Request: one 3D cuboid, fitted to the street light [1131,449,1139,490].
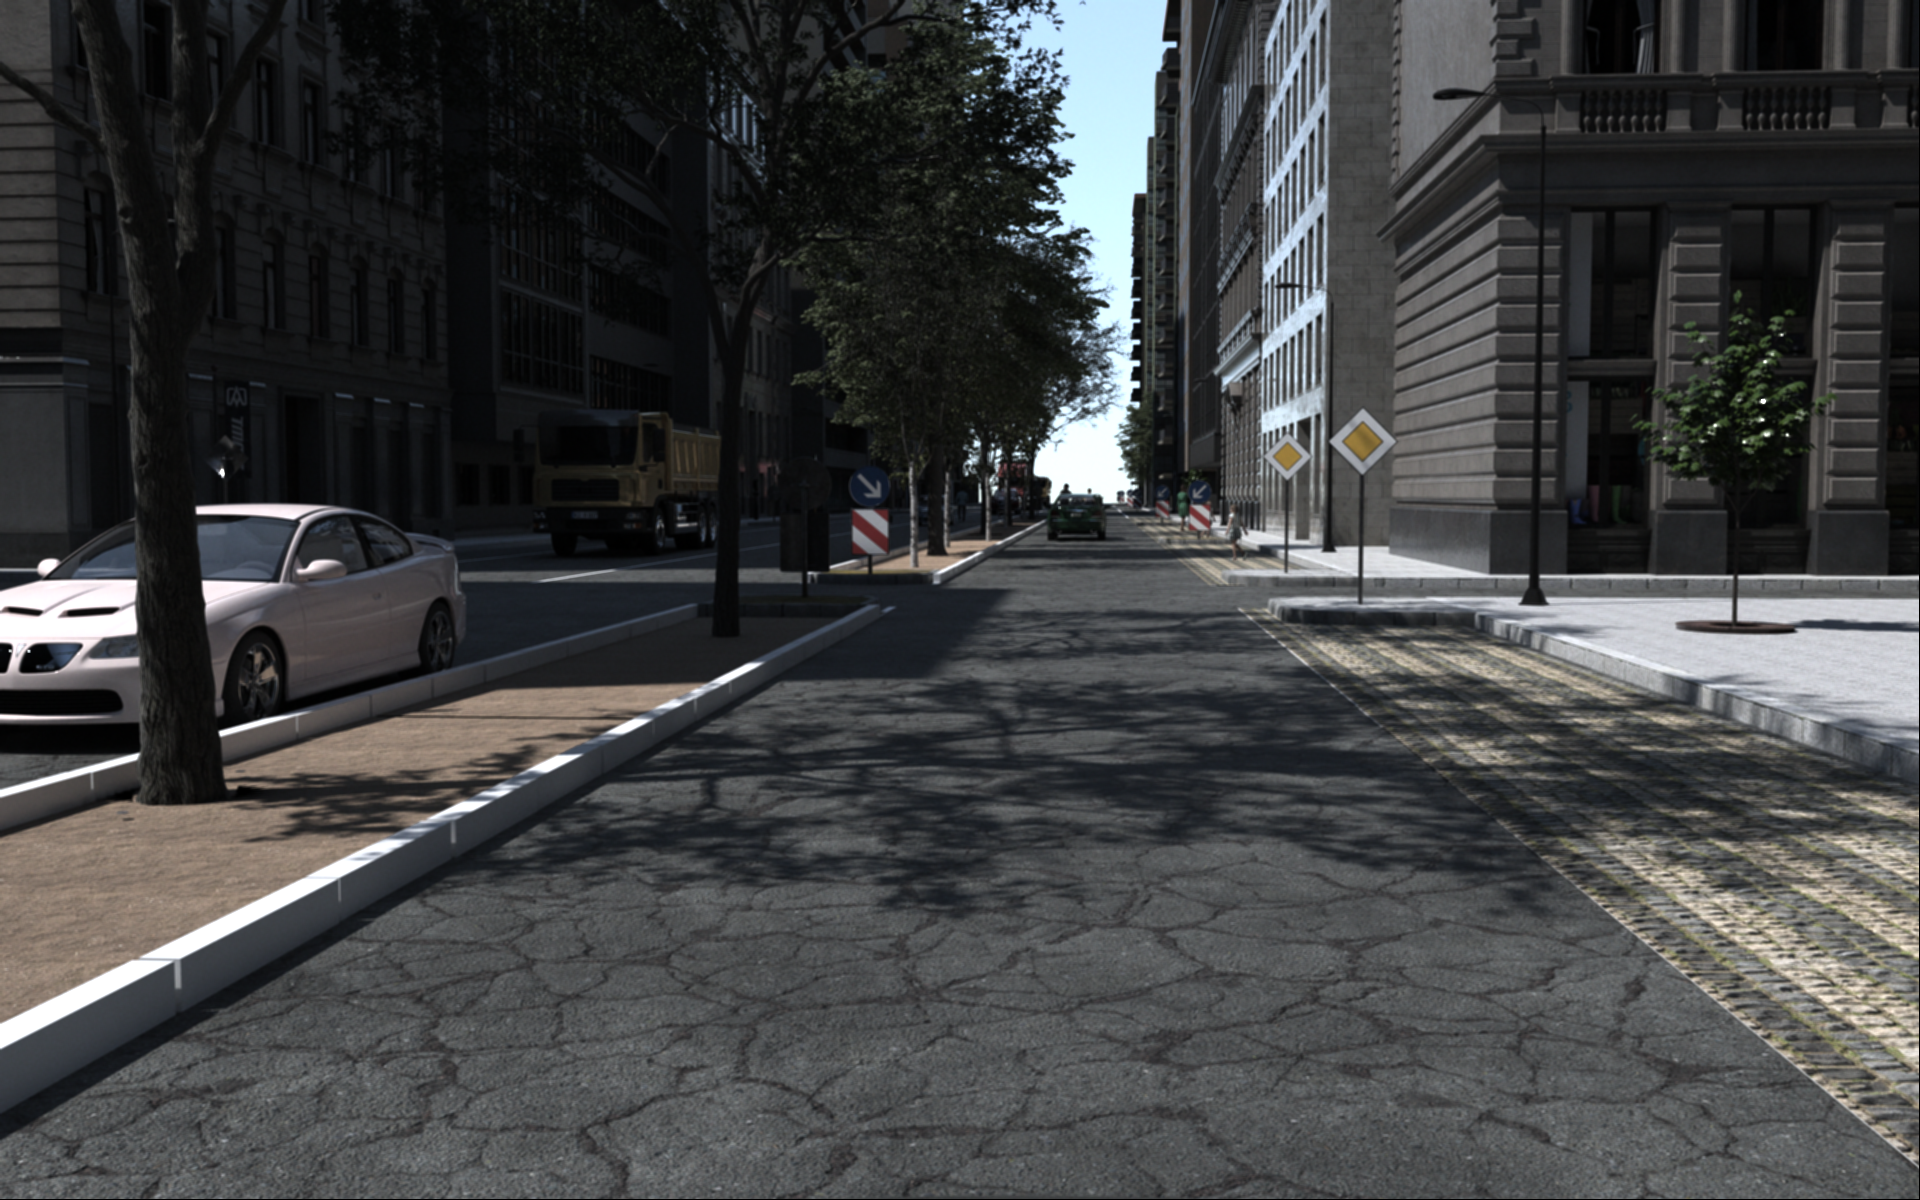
[{"bbox_3d":[18.756,-12.636,179.131,1.470,5.913,1.316,0,4,5],"label":"street light"}]

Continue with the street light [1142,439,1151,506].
[{"bbox_3d":[16.357,-10.689,147.303,1.470,5.913,1.316,0,4,5],"label":"street light"}]

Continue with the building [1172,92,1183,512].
[{"bbox_3d":[22.687,-21.750,127.315,14.160,30.474,14.107,0,4,5],"label":"building"}]

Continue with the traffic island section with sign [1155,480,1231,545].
[{"bbox_3d":[6.722,-2.513,49.723,1.989,1.847,2.006,0,4,5],"label":"traffic island section with sign"}]

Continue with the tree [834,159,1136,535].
[{"bbox_3d":[0.849,-9.001,60.000,12.009,13.543,11.850,0,3,0],"label":"tree"}]

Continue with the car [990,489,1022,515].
[{"bbox_3d":[3.219,-6.907,121.605,2.281,1.827,5.304,0,4,5],"label":"car"}]

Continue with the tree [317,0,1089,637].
[{"bbox_3d":[-2.398,-4.882,16.695,8.767,10.594,7.601,0,4,5],"label":"tree"}]

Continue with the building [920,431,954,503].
[{"bbox_3d":[-8.267,-25.905,195.250,14.160,30.474,14.107,0,4,5],"label":"building"}]

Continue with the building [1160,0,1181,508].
[{"bbox_3d":[28.354,-30.172,147.943,22.147,44.769,28.867,0,4,5],"label":"building"}]

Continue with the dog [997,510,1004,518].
[{"bbox_3d":[2.491,-5.141,103.336,0.406,0.507,0.540,3,5,40],"label":"dog"}]

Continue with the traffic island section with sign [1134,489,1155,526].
[{"bbox_3d":[8.954,-4.234,77.854,1.989,1.847,2.006,0,4,5],"label":"traffic island section with sign"}]

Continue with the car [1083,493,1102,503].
[{"bbox_3d":[7.242,-5.571,100.873,2.009,1.686,4.222,0,4,6],"label":"car"}]

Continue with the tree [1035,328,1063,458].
[{"bbox_3d":[1.812,-7.133,69.451,4.737,8.622,4.395,0,3,0],"label":"tree"}]

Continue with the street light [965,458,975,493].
[{"bbox_3d":[1.276,-15.200,221.055,1.470,5.913,1.316,0,4,5],"label":"street light"}]

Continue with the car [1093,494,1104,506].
[{"bbox_3d":[16.627,-12.304,212.960,2.131,1.459,4.920,0,4,6],"label":"car"}]

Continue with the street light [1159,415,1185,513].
[{"bbox_3d":[12.626,-7.904,101.775,1.470,5.913,1.316,0,4,5],"label":"street light"}]

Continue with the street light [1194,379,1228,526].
[{"bbox_3d":[10.140,-5.959,69.970,1.470,5.913,1.316,0,4,5],"label":"street light"}]

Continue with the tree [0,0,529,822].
[{"bbox_3d":[-3.739,-4.873,7.894,9.928,11.665,9.643,0,3,0],"label":"tree"}]

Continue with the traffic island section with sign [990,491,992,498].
[{"bbox_3d":[4.173,-14.057,238.453,1.989,1.847,2.006,0,4,5],"label":"traffic island section with sign"}]

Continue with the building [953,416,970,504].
[{"bbox_3d":[-10.295,-34.413,217.278,22.147,44.769,28.867,0,4,5],"label":"building"}]

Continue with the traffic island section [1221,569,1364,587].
[{"bbox_3d":[5.316,-0.358,28.130,2.009,0.180,2.903,0,4,5],"label":"traffic island section"}]

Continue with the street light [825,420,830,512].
[{"bbox_3d":[-7.743,-8.164,106.022,1.470,5.913,1.316,0,4,5],"label":"street light"}]

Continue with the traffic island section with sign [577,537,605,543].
[{"bbox_3d":[-10.727,-2.651,51.976,1.989,1.847,2.006,0,4,5],"label":"traffic island section with sign"}]

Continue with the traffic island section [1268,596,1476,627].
[{"bbox_3d":[4.680,0.129,20.170,2.009,0.180,2.903,0,4,5],"label":"traffic island section"}]

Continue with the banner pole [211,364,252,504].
[{"bbox_3d":[-14.175,-2.667,33.624,0.863,3.779,0.401,-2,4,-31],"label":"banner pole"}]

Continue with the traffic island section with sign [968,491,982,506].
[{"bbox_3d":[2.006,-12.400,211.360,1.989,1.847,2.006,0,4,5],"label":"traffic island section with sign"}]

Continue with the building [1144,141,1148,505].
[{"bbox_3d":[28.495,-31.613,200.473,14.154,41.232,14.086,0,4,5],"label":"building"}]

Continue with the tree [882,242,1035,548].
[{"bbox_3d":[-0.368,-5.716,46.274,4.737,8.622,4.395,0,3,0],"label":"tree"}]

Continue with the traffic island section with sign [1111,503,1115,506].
[{"bbox_3d":[19.522,-12.314,209.968,1.989,1.847,2.006,0,4,5],"label":"traffic island section with sign"}]

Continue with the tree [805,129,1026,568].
[{"bbox_3d":[-0.888,-4.910,33.098,4.360,8.622,3.978,0,3,0],"label":"tree"}]

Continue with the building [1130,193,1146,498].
[{"bbox_3d":[35.399,-36.181,246.181,22.147,44.769,28.867,0,4,5],"label":"building"}]

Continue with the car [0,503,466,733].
[{"bbox_3d":[-4.950,0.033,11.820,2.083,1.381,4.827,0,4,5],"label":"car"}]

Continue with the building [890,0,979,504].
[{"bbox_3d":[-7.819,-49.129,241.514,20.563,71.187,20.611,0,4,5],"label":"building"}]

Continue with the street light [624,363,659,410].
[{"bbox_3d":[-11.362,-5.447,61.595,1.470,5.913,1.316,0,4,5],"label":"street light"}]

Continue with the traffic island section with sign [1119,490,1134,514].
[{"bbox_3d":[12.939,-7.278,127.621,1.989,1.847,2.006,0,4,5],"label":"traffic island section with sign"}]

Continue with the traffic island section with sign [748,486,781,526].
[{"bbox_3d":[-8.541,-4.320,79.256,1.989,1.847,2.006,0,4,5],"label":"traffic island section with sign"}]

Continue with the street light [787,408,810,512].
[{"bbox_3d":[-8.759,-7.391,93.391,1.470,5.913,1.316,0,4,5],"label":"street light"}]

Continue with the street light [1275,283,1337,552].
[{"bbox_3d":[7.620,-4.014,38.167,1.470,5.913,1.316,0,4,5],"label":"street light"}]

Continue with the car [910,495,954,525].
[{"bbox_3d":[-1.236,-4.109,79.184,2.014,1.417,4.499,0,4,4],"label":"car"}]

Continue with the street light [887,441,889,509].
[{"bbox_3d":[-5.274,-10.150,138.497,1.470,5.913,1.316,0,4,5],"label":"street light"}]

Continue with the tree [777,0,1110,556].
[{"bbox_3d":[-0.484,-7.269,39.438,7.486,12.596,7.792,0,3,0],"label":"tree"}]

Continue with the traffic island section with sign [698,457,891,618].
[{"bbox_3d":[-1.985,-0.783,20.940,2.006,1.907,1.989,0,4,5],"label":"traffic island section with sign"}]

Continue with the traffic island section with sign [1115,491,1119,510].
[{"bbox_3d":[15.085,-8.924,154.537,1.989,1.847,2.006,0,4,5],"label":"traffic island section with sign"}]

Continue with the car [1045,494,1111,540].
[{"bbox_3d":[3.740,-2.654,55.189,2.131,1.459,4.920,0,4,5],"label":"car"}]

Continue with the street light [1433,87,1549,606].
[{"bbox_3d":[6.107,-2.898,19.929,1.470,5.913,1.316,0,4,5],"label":"street light"}]

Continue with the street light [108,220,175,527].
[{"bbox_3d":[-13.899,-3.484,29.509,1.470,5.913,1.316,0,4,5],"label":"street light"}]

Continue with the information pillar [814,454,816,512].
[{"bbox_3d":[-8.402,-6.682,100.604,0.183,3.616,0.504,0,4,1],"label":"information pillar"}]

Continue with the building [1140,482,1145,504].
[{"bbox_3d":[39.151,-32.236,218.939,32.217,40.220,23.993,0,4,5],"label":"building"}]

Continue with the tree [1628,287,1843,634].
[{"bbox_3d":[7.357,-1.333,16.391,1.663,3.219,1.824,0,3,0],"label":"tree"}]

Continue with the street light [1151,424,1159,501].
[{"bbox_3d":[13.624,-8.712,114.976,1.470,5.913,1.316,0,4,5],"label":"street light"}]

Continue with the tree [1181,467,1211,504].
[{"bbox_3d":[14.093,-6.743,104.852,1.663,3.219,1.824,0,3,0],"label":"tree"}]

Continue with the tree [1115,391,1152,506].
[{"bbox_3d":[20.656,-16.613,189.742,7.486,12.596,7.792,0,3,0],"label":"tree"}]

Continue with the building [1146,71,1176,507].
[{"bbox_3d":[26.033,-29.790,170.667,14.154,41.232,14.086,0,4,5],"label":"building"}]

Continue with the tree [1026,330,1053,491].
[{"bbox_3d":[0.864,-6.057,51.853,4.360,8.622,3.978,0,3,0],"label":"tree"}]

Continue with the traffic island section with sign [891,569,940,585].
[{"bbox_3d":[-1.385,-1.235,28.323,2.006,1.907,1.989,0,4,5],"label":"traffic island section with sign"}]

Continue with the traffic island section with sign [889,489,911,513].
[{"bbox_3d":[-4.556,-7.381,129.299,1.989,1.847,2.006,0,4,5],"label":"traffic island section with sign"}]

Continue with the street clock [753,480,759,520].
[{"bbox_3d":[-10.150,-4.992,86.196,0.358,2.002,0.471,0,4,5],"label":"street clock"}]

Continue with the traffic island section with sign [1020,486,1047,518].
[{"bbox_3d":[4.590,-5.816,103.224,2.006,1.907,1.989,0,4,5],"label":"traffic island section with sign"}]
